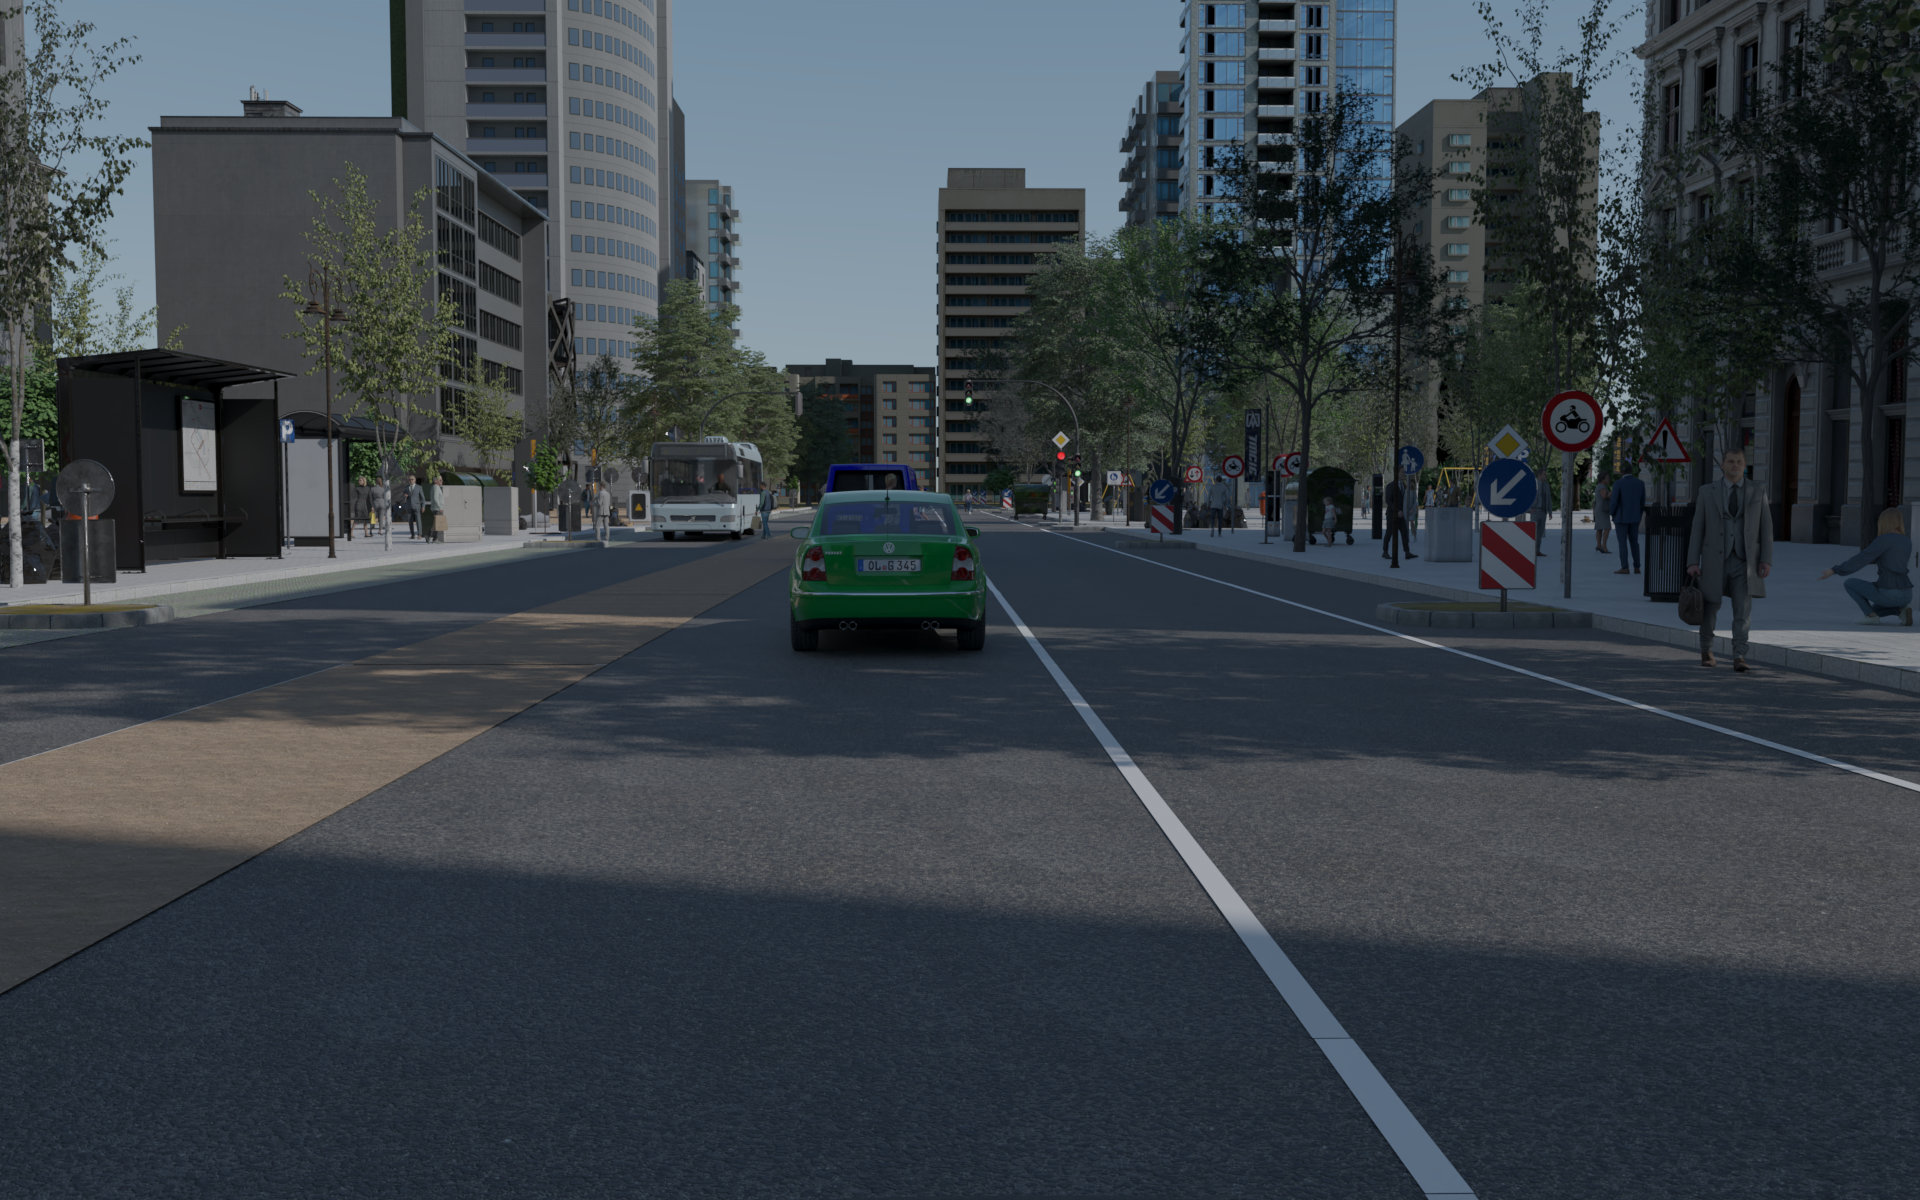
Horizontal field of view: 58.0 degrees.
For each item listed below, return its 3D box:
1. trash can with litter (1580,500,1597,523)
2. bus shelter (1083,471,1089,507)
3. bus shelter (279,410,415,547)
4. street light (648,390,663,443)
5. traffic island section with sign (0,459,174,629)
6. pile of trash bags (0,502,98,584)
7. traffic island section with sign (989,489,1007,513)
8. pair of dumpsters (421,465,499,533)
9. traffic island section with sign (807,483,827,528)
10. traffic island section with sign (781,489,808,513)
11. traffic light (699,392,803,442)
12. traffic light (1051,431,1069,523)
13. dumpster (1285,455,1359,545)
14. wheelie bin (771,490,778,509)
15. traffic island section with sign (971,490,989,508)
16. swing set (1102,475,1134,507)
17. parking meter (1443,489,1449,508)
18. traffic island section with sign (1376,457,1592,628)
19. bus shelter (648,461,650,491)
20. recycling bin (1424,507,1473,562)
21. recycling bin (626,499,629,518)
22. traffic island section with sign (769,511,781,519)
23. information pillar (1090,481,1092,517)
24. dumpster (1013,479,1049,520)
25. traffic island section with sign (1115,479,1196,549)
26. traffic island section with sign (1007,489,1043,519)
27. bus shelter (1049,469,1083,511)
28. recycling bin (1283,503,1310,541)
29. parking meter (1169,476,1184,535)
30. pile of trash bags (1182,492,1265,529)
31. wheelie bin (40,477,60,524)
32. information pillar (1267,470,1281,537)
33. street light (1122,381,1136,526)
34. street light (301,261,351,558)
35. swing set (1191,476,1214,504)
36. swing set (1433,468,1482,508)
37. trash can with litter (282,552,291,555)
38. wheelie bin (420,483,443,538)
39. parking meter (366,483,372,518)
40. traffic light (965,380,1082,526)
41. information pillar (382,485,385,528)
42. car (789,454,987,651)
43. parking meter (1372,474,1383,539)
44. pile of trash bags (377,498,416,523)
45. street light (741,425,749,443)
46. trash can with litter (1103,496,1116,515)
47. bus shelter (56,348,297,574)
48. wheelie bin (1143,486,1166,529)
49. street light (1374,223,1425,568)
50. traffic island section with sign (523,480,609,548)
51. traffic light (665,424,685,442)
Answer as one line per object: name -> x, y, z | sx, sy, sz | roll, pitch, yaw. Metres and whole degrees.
trash can with litter -> 28.267, -4.029, 77.255 | 1.055, 1.170, 0.624 | 0, 4, -2
bus shelter -> 9.139, -8.911, 139.612 | 2.014, 3.302, 5.546 | 0, 4, -1
bus shelter -> -15.833, -3.095, 44.532 | 2.014, 3.302, 5.546 | 0, 4, -1
street light -> -13.569, -6.384, 77.161 | 0.468, 5.910, 1.993 | 0, 4, -1
traffic island section with sign -> -9.924, -0.645, 19.175 | 1.989, 1.847, 2.006 | 0, 4, -1
pile of trash bags -> -13.953, -0.994, 26.008 | 1.912, 1.369, 3.447 | 0, 4, 1
traffic island section with sign -> 3.377, -7.383, 129.337 | 1.989, 1.847, 2.006 | 0, 4, -1
pair of dumpsters -> -16.251, -3.299, 56.432 | 1.574, 2.255, 4.437 | 0, 4, -1
traffic island section with sign -> -5.274, -3.752, 69.480 | 2.006, 1.907, 1.989 | 0, 4, -1
traffic island section with sign -> -12.333, -7.341, 128.649 | 1.989, 1.847, 2.006 | 0, 4, -1
traffic light -> -9.394, -6.261, 77.043 | 4.771, 5.953, 1.251 | 0, 4, -1
traffic light -> 4.473, -5.407, 77.327 | 0.839, 4.253, 0.868 | 0, 4, -1
dumpster -> 9.247, -2.552, 44.222 | 1.502, 2.255, 1.985 | 0, 4, -1
wheelie bin -> -16.128, -8.674, 149.731 | 0.980, 1.594, 0.693 | 1, 4, 20
traffic island section with sign -> 2.266, -10.490, 180.141 | 1.989, 1.847, 2.006 | 0, 4, -1
swing set -> 13.132, -8.779, 141.150 | 2.862, 2.851, 3.119 | -1, 4, -22
parking meter -> 22.776, -4.441, 81.020 | 0.372, 1.533, 0.369 | 0, 3, 0
traffic island section with sign -> 5.796, -0.666, 19.509 | 1.989, 1.847, 2.006 | 0, 4, -1
bus shelter -> -16.642, -6.639, 99.837 | 1.731, 3.624, 6.357 | 0, 4, -1
recycling bin -> 9.259, -1.240, 32.833 | 0.722, 1.027, 0.722 | 0, 4, -2
recycling bin -> -17.396, -4.911, 92.845 | 0.722, 1.027, 0.722 | 2, 4, 34
traffic island section with sign -> -11.739, -5.693, 101.701 | 1.989, 1.847, 2.006 | 0, 4, -1
information pillar -> 7.328, -5.552, 95.268 | 0.304, 2.012, 0.304 | 0, 4, 3
dumpster -> 3.902, -5.556, 95.783 | 1.985, 2.255, 1.502 | 0, 4, -3
traffic island section with sign -> 5.207, -2.314, 46.458 | 1.989, 1.847, 2.006 | 0, 4, -1
traffic island section with sign -> 3.969, -5.735, 102.388 | 1.989, 1.847, 2.006 | 0, 4, -1
bus shelter -> 7.920, -8.433, 131.806 | 2.014, 3.302, 5.546 | 0, 4, -1
recycling bin -> 9.275, -2.138, 47.517 | 0.722, 1.027, 0.722 | 1, 4, 16
parking meter -> 6.829, -2.991, 54.618 | 0.399, 1.863, 0.255 | 2, 4, 29
pile of trash bags -> 10.211, -3.390, 65.173 | 3.447, 1.369, 1.912 | -1, 4, -15
wheelie bin -> -16.030, -1.426, 31.228 | 0.980, 1.594, 0.693 | -1, 4, -18
information pillar -> 9.436, -2.911, 52.094 | 0.304, 2.012, 0.304 | -3, 5, -44
street light -> 6.705, -5.886, 69.025 | 0.468, 5.910, 1.993 | 0, 4, -1
street light -> -12.595, -3.778, 34.560 | 0.468, 5.910, 1.993 | 0, 4, -1
swing set -> 21.236, -9.374, 150.876 | 2.862, 2.851, 3.119 | -1, 4, -11
swing set -> 30.089, -6.499, 103.883 | 3.119, 2.851, 2.862 | -1, 4, -19
trash can with litter -> -15.327, -1.580, 36.887 | 2.233, 1.210, 1.678 | 1, 4, 22
wheelie bin -> -15.555, -2.633, 50.963 | 0.980, 1.594, 0.693 | 0, 4, 3
parking meter -> -25.873, -4.290, 75.854 | 0.399, 1.863, 0.255 | 1, 4, 8
traffic light -> 2.559, -5.779, 69.157 | 4.771, 5.953, 1.251 | 0, 4, -1
information pillar -> -21.705, -3.715, 65.226 | 0.304, 2.012, 0.304 | -2, 4, -29
car -> -0.732, -0.514, 17.201 | 1.959, 1.807, 4.718 | 0, 4, -3
parking meter -> 11.825, -2.652, 49.066 | 0.255, 1.863, 0.399 | 0, 4, 5
pile of trash bags -> -25.917, -4.269, 79.549 | 1.912, 1.369, 3.447 | -3, 5, -41
street light -> -14.450, -8.779, 116.316 | 0.468, 5.910, 1.993 | 0, 4, -1
trash can with litter -> 8.826, -5.673, 104.140 | 1.055, 1.170, 0.624 | -3, 5, -43
bus shelter -> -13.769, -2.425, 30.929 | 1.731, 3.624, 6.357 | 0, 4, -1
wheelie bin -> 7.282, -3.445, 64.242 | 0.980, 1.594, 0.693 | -2, 4, -27
street light -> 7.544, -3.491, 29.868 | 0.468, 5.910, 1.993 | 0, 4, -1
traffic island section with sign -> -10.521, -2.315, 46.479 | 1.989, 1.847, 2.006 | 0, 4, -1
traffic light -> -11.308, -4.897, 68.979 | 0.839, 4.253, 0.868 | 0, 4, -1
